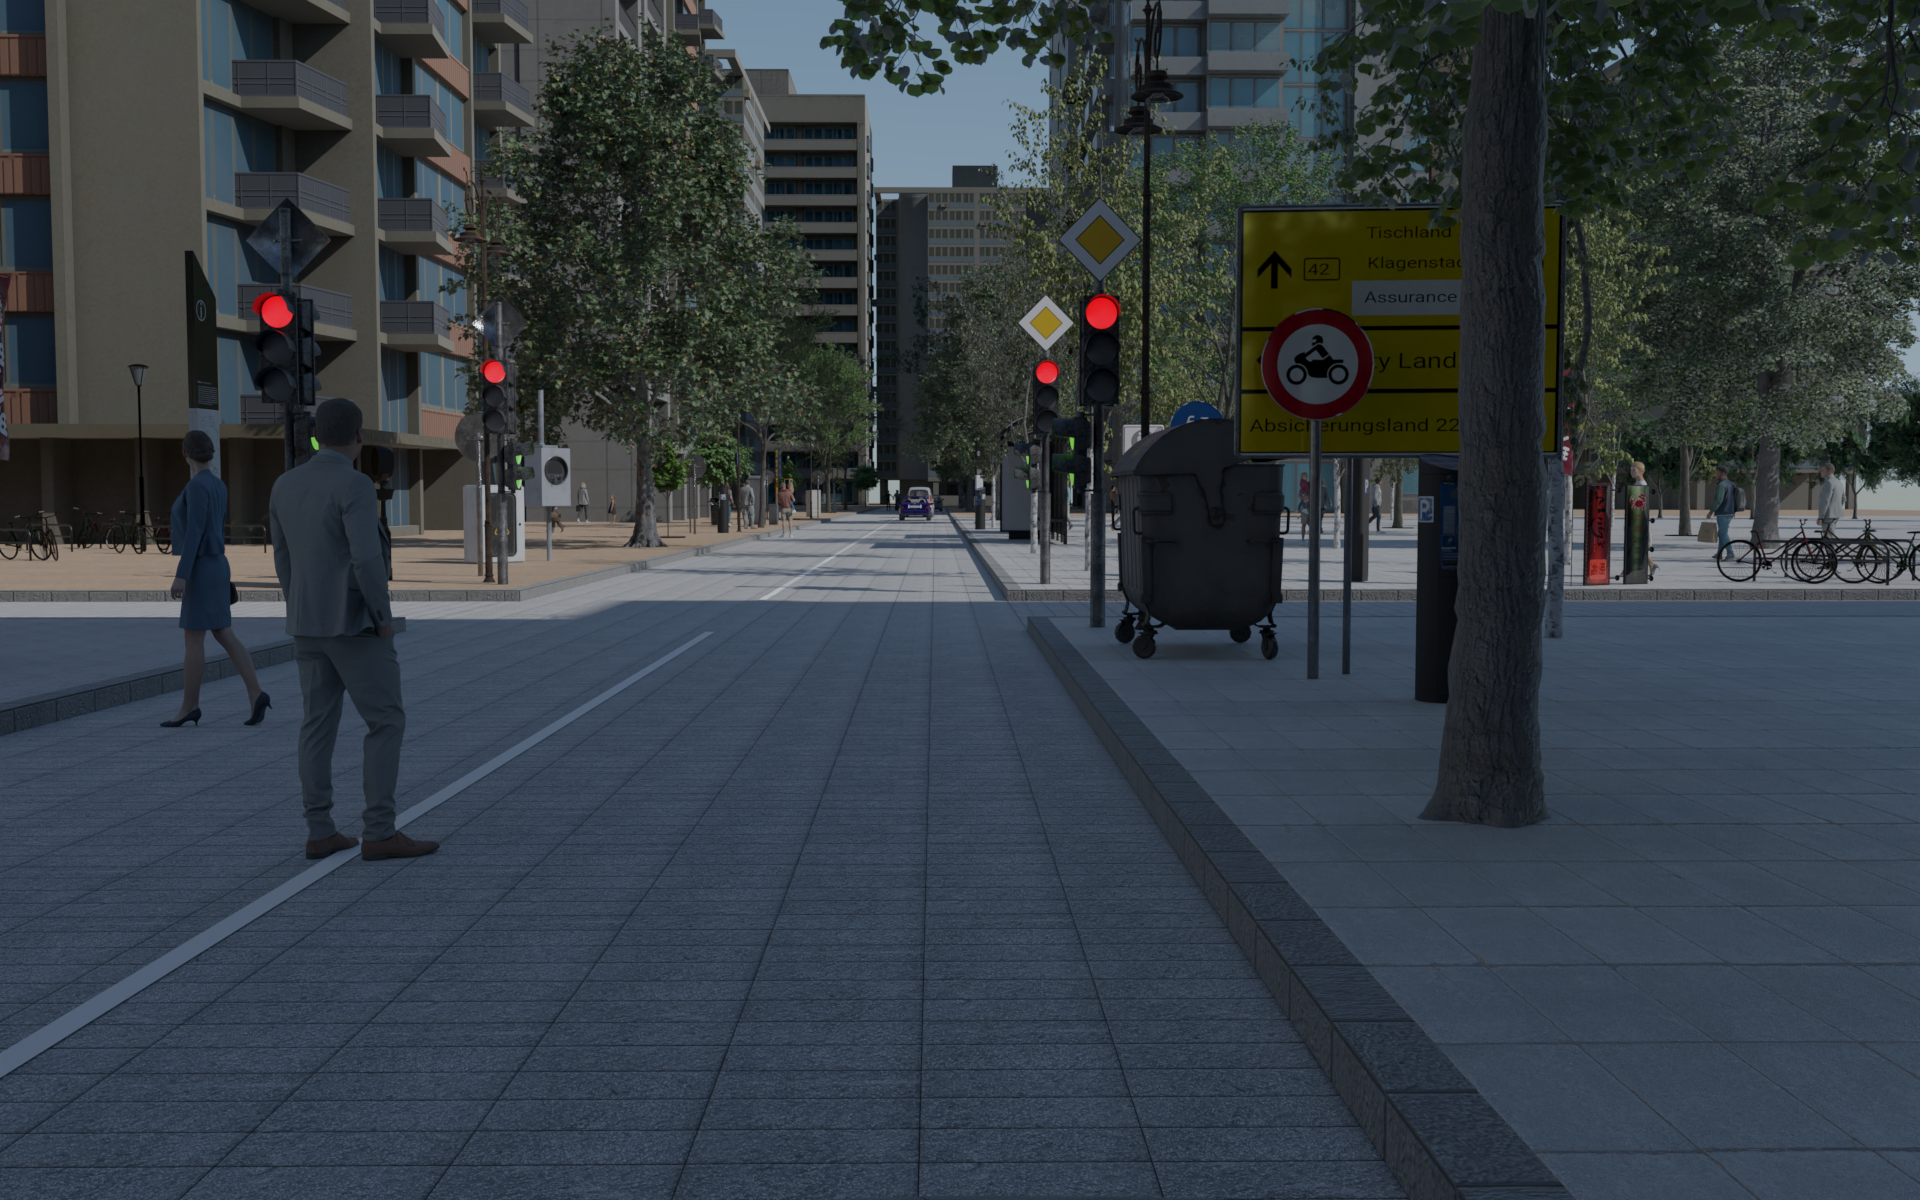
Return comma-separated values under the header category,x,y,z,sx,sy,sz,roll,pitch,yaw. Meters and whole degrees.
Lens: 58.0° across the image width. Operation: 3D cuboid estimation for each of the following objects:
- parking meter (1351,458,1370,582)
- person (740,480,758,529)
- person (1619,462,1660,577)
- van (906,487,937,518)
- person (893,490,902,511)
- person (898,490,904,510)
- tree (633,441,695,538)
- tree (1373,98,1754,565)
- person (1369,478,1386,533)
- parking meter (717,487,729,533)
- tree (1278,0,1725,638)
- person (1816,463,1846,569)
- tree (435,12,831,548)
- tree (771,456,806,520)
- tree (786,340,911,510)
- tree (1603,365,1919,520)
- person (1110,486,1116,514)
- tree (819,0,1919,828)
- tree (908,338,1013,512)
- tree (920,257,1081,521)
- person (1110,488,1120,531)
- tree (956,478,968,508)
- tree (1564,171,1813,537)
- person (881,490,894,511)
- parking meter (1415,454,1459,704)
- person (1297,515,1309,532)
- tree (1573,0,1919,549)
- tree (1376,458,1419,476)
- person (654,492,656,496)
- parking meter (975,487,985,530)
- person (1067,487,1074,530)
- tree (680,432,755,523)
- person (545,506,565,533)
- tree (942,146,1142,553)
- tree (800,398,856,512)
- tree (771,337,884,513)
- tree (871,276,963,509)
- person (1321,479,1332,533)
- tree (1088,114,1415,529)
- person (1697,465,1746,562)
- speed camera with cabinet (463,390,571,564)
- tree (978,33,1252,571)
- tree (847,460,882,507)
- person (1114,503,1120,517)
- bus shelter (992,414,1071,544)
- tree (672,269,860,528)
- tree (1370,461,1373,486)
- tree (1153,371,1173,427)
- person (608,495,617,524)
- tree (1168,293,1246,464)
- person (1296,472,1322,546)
category,x,y,z,sx,sy,sz,roll,pitch,yaw
parking meter,5.850,-1.208,25.465,0.255,1.863,0.399,2,4,28
person,-7.801,-3.519,63.675,0.635,1.810,0.391,1,4,16
person,10.491,-1.245,26.744,0.624,1.780,0.694,2,4,25
van,-2.447,-6.078,106.382,2.013,2.044,4.112,0,4,0
person,-5.430,-8.616,149.459,0.705,1.814,1.350,-3,4,-37
person,-5.725,-9.279,160.227,1.348,1.822,0.705,-3,4,-37
tree,-8.467,-3.422,50.559,1.663,3.219,1.824,0,3,0
tree,10.774,-4.923,30.854,4.737,8.622,4.395,0,3,0
person,13.480,-3.092,56.449,0.795,1.843,0.661,0,4,6
parking meter,-7.791,-2.967,56.928,0.372,1.533,0.369,0,3,0
tree,5.081,-3.969,15.248,4.360,8.622,3.978,0,3,0
person,14.830,-1.430,29.521,0.391,1.810,0.635,3,4,38
tree,-7.749,-7.632,41.791,9.611,12.733,9.660,0,3,0
tree,-8.720,-5.666,87.247,1.663,3.219,1.824,0,3,0
tree,-9.142,-13.887,137.415,12.009,13.543,11.850,0,3,0
tree,42.894,-7.583,86.894,20.602,7.101,11.467,2,4,25
person,9.720,-6.330,109.555,0.705,1.823,1.348,-1,4,-15
tree,2.034,-5.432,6.941,7.486,12.596,7.792,0,3,0
tree,0.689,-13.286,123.877,9.857,13.997,8.962,0,3,0
tree,1.788,-10.209,83.927,9.611,12.733,9.660,0,3,0
person,5.598,-3.293,59.846,0.822,1.834,0.622,0,4,2
tree,0.222,-10.358,163.959,1.663,3.219,1.824,0,3,0
tree,22.019,-7.750,52.467,9.928,11.665,9.643,0,3,0
person,-6.032,-8.321,145.070,1.217,1.766,0.721,2,4,24
parking meter,3.021,-0.142,10.728,0.372,1.533,0.369,0,3,0
person,11.878,-2.872,58.499,1.012,1.151,0.738,-1,4,-15
tree,18.903,-8.181,40.418,9.857,13.997,8.962,0,3,0
tree,25.421,-11.482,94.379,9.857,13.997,8.962,0,3,0
person,-11.987,-3.721,66.683,0.655,1.846,0.447,2,4,23
parking meter,0.728,-3.302,62.404,0.372,1.533,0.369,0,3,0
person,3.762,-3.407,61.611,0.748,1.841,0.638,-1,4,-20
tree,-10.818,-5.668,76.381,4.285,4.588,4.351,0,3,0
person,-13.390,-3.143,57.401,0.822,1.834,0.622,-3,5,-43
tree,1.634,-5.326,37.436,4.360,8.622,3.978,0,3,0
tree,-9.321,-10.742,126.000,4.737,8.622,4.395,0,3,0
tree,-9.046,-11.663,116.439,9.928,11.665,9.643,0,3,0
tree,-1.308,-18.122,152.176,12.611,20.169,13.585,0,3,0
person,11.841,-3.070,56.636,0.661,1.777,0.834,2,4,33
tree,7.237,-7.453,47.611,9.928,11.665,9.643,0,3,0
person,14.427,-1.639,32.828,0.794,1.824,0.713,-2,4,-24
speed camera with cabinet,-8.273,-2.327,32.388,0.660,3.252,2.038,3,5,40
tree,2.393,-4.794,28.741,4.737,8.622,4.395,0,3,0
tree,-9.240,-11.249,167.640,4.285,4.588,4.351,0,3,0
person,8.995,-5.552,98.628,0.589,1.601,0.330,3,5,45
bus shelter,1.938,-3.212,46.444,2.014,3.302,5.546,0,4,-1
tree,-7.268,-8.040,65.864,7.601,10.594,8.767,-2,4,-29
tree,21.103,-8.172,83.979,4.737,8.622,4.395,0,3,0
tree,10.268,-8.725,93.013,4.360,8.622,3.978,0,3,0
person,-15.166,-3.963,75.512,0.373,1.253,0.362,0,4,-3
tree,12.816,-8.879,79.586,7.601,10.594,8.767,-2,4,-26
person,8.663,-2.273,43.176,0.580,1.828,0.573,-3,4,-36
